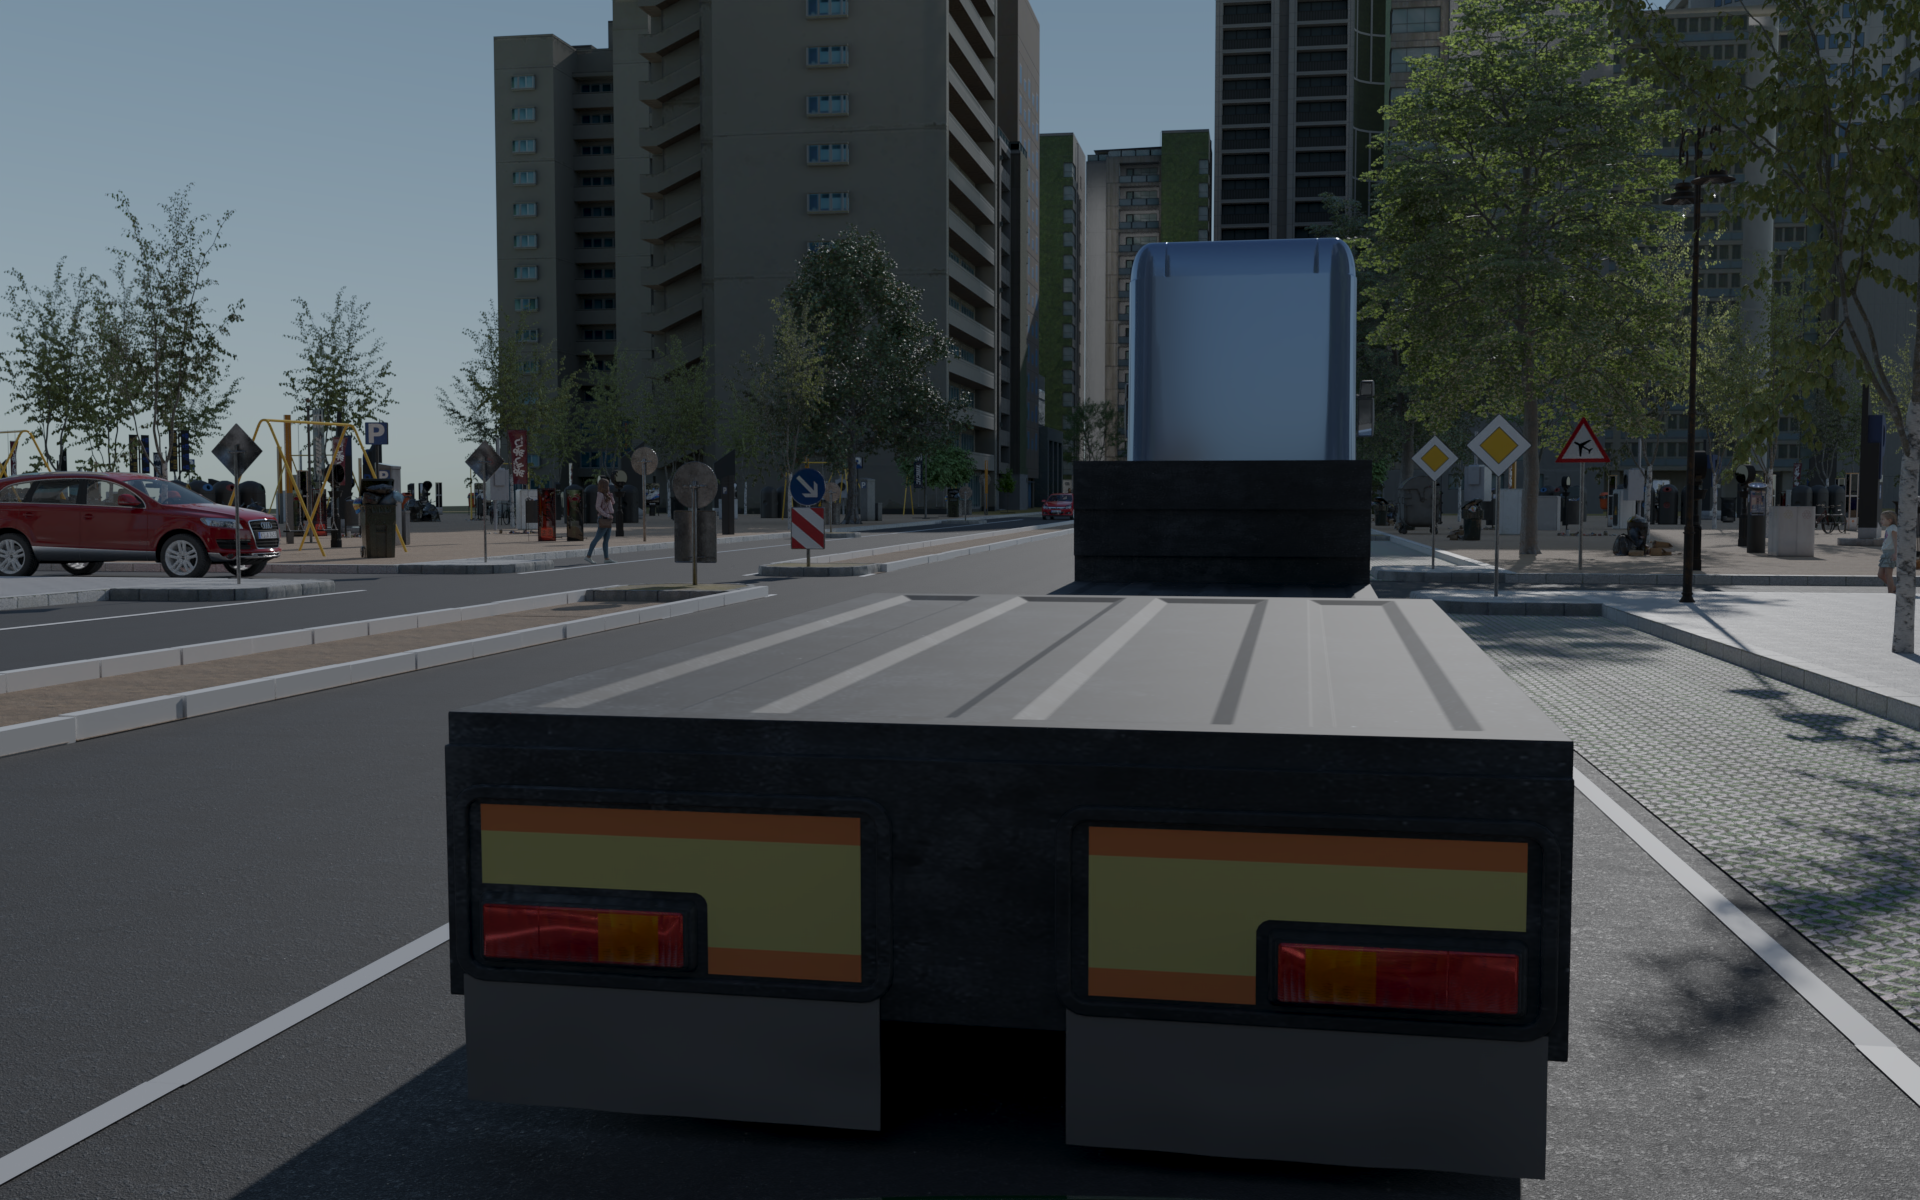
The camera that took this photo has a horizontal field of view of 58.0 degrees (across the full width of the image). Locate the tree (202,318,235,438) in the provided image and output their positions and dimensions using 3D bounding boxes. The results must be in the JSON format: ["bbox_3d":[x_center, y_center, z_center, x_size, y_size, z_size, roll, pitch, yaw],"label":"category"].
[{"bbox_3d":[-31.203,-7.276,69.323,4.737,8.622,4.395,0,3,0],"label":"tree"}]

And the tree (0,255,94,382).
[{"bbox_3d":[-28.260,-6.358,54.312,4.737,8.622,4.395,0,3,0],"label":"tree"}]

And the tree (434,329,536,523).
[{"bbox_3d":[-20.868,-7.755,77.149,4.360,8.622,3.978,0,3,0],"label":"tree"}]

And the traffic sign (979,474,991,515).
[{"bbox_3d":[1.524,-6.559,107.347,0.768,2.556,0.104,1,4,17],"label":"traffic sign"}]

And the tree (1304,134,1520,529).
[{"bbox_3d":[16.255,-9.555,62.884,9.857,13.997,8.962,0,3,0],"label":"tree"}]

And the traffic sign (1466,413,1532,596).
[{"bbox_3d":[6.722,-1.102,21.665,0.795,2.450,0.064,1,4,10],"label":"traffic sign"}]

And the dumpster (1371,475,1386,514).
[{"bbox_3d":[19.269,-4.845,81.712,1.502,2.255,1.985,1,4,10],"label":"dumpster"}]

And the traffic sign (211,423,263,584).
[{"bbox_3d":[-10.268,-1.282,24.608,0.795,2.450,0.064,1,4,10],"label":"traffic sign"}]

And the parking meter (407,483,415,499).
[{"bbox_3d":[-29.156,-5.278,92.003,0.255,1.863,0.399,1,4,10],"label":"parking meter"}]

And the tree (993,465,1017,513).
[{"bbox_3d":[3.229,-7.447,116.360,1.663,3.219,1.824,0,3,0],"label":"tree"}]

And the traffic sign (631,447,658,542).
[{"bbox_3d":[-8.525,-2.853,46.754,0.768,2.556,0.104,1,4,11],"label":"traffic sign"}]

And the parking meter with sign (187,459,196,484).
[{"bbox_3d":[-37.922,-5.461,85.550,0.543,3.016,1.738,-2,4,-33],"label":"parking meter with sign"}]

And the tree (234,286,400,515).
[{"bbox_3d":[-22.425,-6.835,62.122,4.737,8.622,4.395,0,3,0],"label":"tree"}]

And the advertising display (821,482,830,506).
[{"bbox_3d":[-7.427,-5.570,96.290,0.123,1.923,0.974,-3,4,-36],"label":"advertising display"}]

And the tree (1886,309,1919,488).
[{"bbox_3d":[36.380,-7.015,65.061,4.360,8.622,3.978,0,3,0],"label":"tree"}]

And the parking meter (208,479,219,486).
[{"bbox_3d":[-27.985,-3.629,65.041,0.399,1.863,0.255,1,4,16],"label":"parking meter"}]

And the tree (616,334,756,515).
[{"bbox_3d":[-12.483,-7.888,79.327,4.737,8.622,4.395,0,3,0],"label":"tree"}]

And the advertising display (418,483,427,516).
[{"bbox_3d":[-30.861,-5.771,99.563,0.123,1.923,0.974,0,4,8],"label":"advertising display"}]

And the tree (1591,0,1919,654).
[{"bbox_3d":[7.506,-3.889,13.952,4.737,8.622,4.395,0,3,0],"label":"tree"}]

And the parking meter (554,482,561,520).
[{"bbox_3d":[-19.750,-4.850,85.012,0.255,1.863,0.399,-2,4,-27],"label":"parking meter"}]

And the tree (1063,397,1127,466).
[{"bbox_3d":[14.169,-15.768,183.560,9.928,11.665,9.643,0,3,0],"label":"tree"}]

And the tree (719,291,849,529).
[{"bbox_3d":[-6.312,-6.877,62.805,4.360,8.622,3.978,0,3,0],"label":"tree"}]

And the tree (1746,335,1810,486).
[{"bbox_3d":[27.728,-6.896,63.118,4.360,8.622,3.978,0,3,0],"label":"tree"}]

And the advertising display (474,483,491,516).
[{"bbox_3d":[-27.364,-5.754,99.294,0.974,1.923,0.123,-3,4,-36],"label":"advertising display"}]

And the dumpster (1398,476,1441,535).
[{"bbox_3d":[14.750,-3.048,55.589,1.264,1.857,1.865,1,4,10],"label":"dumpster"}]

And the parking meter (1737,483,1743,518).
[{"bbox_3d":[41.898,-5.333,92.899,0.399,1.863,0.255,-2,4,-31],"label":"parking meter"}]

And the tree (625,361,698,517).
[{"bbox_3d":[-16.165,-8.872,95.424,4.360,8.622,3.978,0,3,0],"label":"tree"}]

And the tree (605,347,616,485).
[{"bbox_3d":[-16.947,-8.196,84.371,4.737,8.622,4.395,0,3,0],"label":"tree"}]

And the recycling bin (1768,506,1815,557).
[{"bbox_3d":[17.129,-1.415,35.686,0.722,1.027,0.722,1,4,10],"label":"recycling bin"}]

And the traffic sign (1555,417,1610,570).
[{"bbox_3d":[10.505,-1.790,29.266,0.884,2.594,0.081,1,4,12],"label":"traffic sign"}]

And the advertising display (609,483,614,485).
[{"bbox_3d":[-19.234,-5.605,96.857,0.974,1.923,0.123,-3,4,-38],"label":"advertising display"}]

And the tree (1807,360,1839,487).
[{"bbox_3d":[42.246,-8.187,84.220,4.360,8.622,3.978,0,3,0],"label":"tree"}]

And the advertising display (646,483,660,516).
[{"bbox_3d":[-18.061,-5.894,101.573,0.974,1.923,0.123,-3,4,-39],"label":"advertising display"}]

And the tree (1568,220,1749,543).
[{"bbox_3d":[18.033,-5.809,45.338,4.360,8.622,3.978,0,3,0],"label":"tree"}]

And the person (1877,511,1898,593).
[{"bbox_3d":[12.409,-0.579,22.986,0.382,1.210,0.505,1,4,14],"label":"person"}]

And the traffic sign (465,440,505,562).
[{"bbox_3d":[-8.909,-1.764,32.477,0.795,2.450,0.064,1,4,10],"label":"traffic sign"}]

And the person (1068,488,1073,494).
[{"bbox_3d":[7.319,-6.563,115.770,1.348,1.831,0.705,0,4,-6],"label":"person"}]

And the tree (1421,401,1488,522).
[{"bbox_3d":[22.975,-7.946,80.283,4.360,8.622,3.978,0,3,0],"label":"tree"}]

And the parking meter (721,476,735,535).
[{"bbox_3d":[-7.332,-2.997,54.712,0.399,1.863,0.255,3,5,45],"label":"parking meter"}]

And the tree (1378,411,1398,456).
[{"bbox_3d":[23.526,-10.539,106.732,8.767,10.594,7.601,-1,4,-18],"label":"tree"}]

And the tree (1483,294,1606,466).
[{"bbox_3d":[29.614,-9.955,88.511,9.928,11.665,9.643,0,3,0],"label":"tree"}]

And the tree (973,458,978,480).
[{"bbox_3d":[-0.631,-7.089,99.622,4.285,4.588,4.351,0,3,0],"label":"tree"}]

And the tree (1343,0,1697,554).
[{"bbox_3d":[11.797,-7.258,36.788,7.486,12.596,7.792,0,3,0],"label":"tree"}]

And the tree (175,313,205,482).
[{"bbox_3d":[-30.605,-6.821,61.892,4.737,8.622,4.395,0,3,0],"label":"tree"}]

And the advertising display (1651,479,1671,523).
[{"bbox_3d":[30.840,-4.348,76.299,0.974,1.923,0.123,-1,4,-17],"label":"advertising display"}]

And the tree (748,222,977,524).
[{"bbox_3d":[-4.544,-9.577,73.585,9.611,12.733,9.660,0,3,0],"label":"tree"}]

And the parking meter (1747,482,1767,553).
[{"bbox_3d":[17.356,-1.793,37.721,0.372,1.533,0.369,0,3,0],"label":"parking meter"}]

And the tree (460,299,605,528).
[{"bbox_3d":[-16.896,-7.073,66.009,4.737,8.622,4.395,0,3,0],"label":"tree"}]

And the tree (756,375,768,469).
[{"bbox_3d":[-13.296,-9.596,107.257,4.737,8.622,4.395,0,3,0],"label":"tree"}]

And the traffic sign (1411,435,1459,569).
[{"bbox_3d":[8.081,-1.584,29.534,0.795,2.450,0.064,1,4,10],"label":"traffic sign"}]

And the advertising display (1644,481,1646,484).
[{"bbox_3d":[33.152,-4.771,83.219,0.123,1.923,0.974,-1,4,-15],"label":"advertising display"}]

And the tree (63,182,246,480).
[{"bbox_3d":[-19.031,-5.553,41.159,4.360,8.622,3.978,0,3,0],"label":"tree"}]

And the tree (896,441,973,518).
[{"bbox_3d":[-1.838,-6.622,91.991,4.285,4.588,4.351,0,3,0],"label":"tree"}]

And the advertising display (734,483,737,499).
[{"bbox_3d":[-13.067,-5.730,98.907,0.123,1.923,0.974,2,4,30],"label":"advertising display"}]

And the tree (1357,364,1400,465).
[{"bbox_3d":[23.349,-9.007,97.626,4.737,8.622,4.395,0,3,0],"label":"tree"}]

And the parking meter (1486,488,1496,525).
[{"bbox_3d":[21.856,-3.846,71.297,0.372,1.533,0.369,0,3,0],"label":"parking meter"}]

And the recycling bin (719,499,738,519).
[{"bbox_3d":[-11.753,-4.605,87.852,0.722,1.027,0.722,1,4,22],"label":"recycling bin"}]

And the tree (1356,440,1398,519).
[{"bbox_3d":[21.002,-6.486,89.754,4.285,4.588,4.351,0,3,0],"label":"tree"}]

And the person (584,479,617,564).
[{"bbox_3d":[-7.424,-1.631,35.751,0.643,1.750,0.593,0,4,-3],"label":"person"}]
